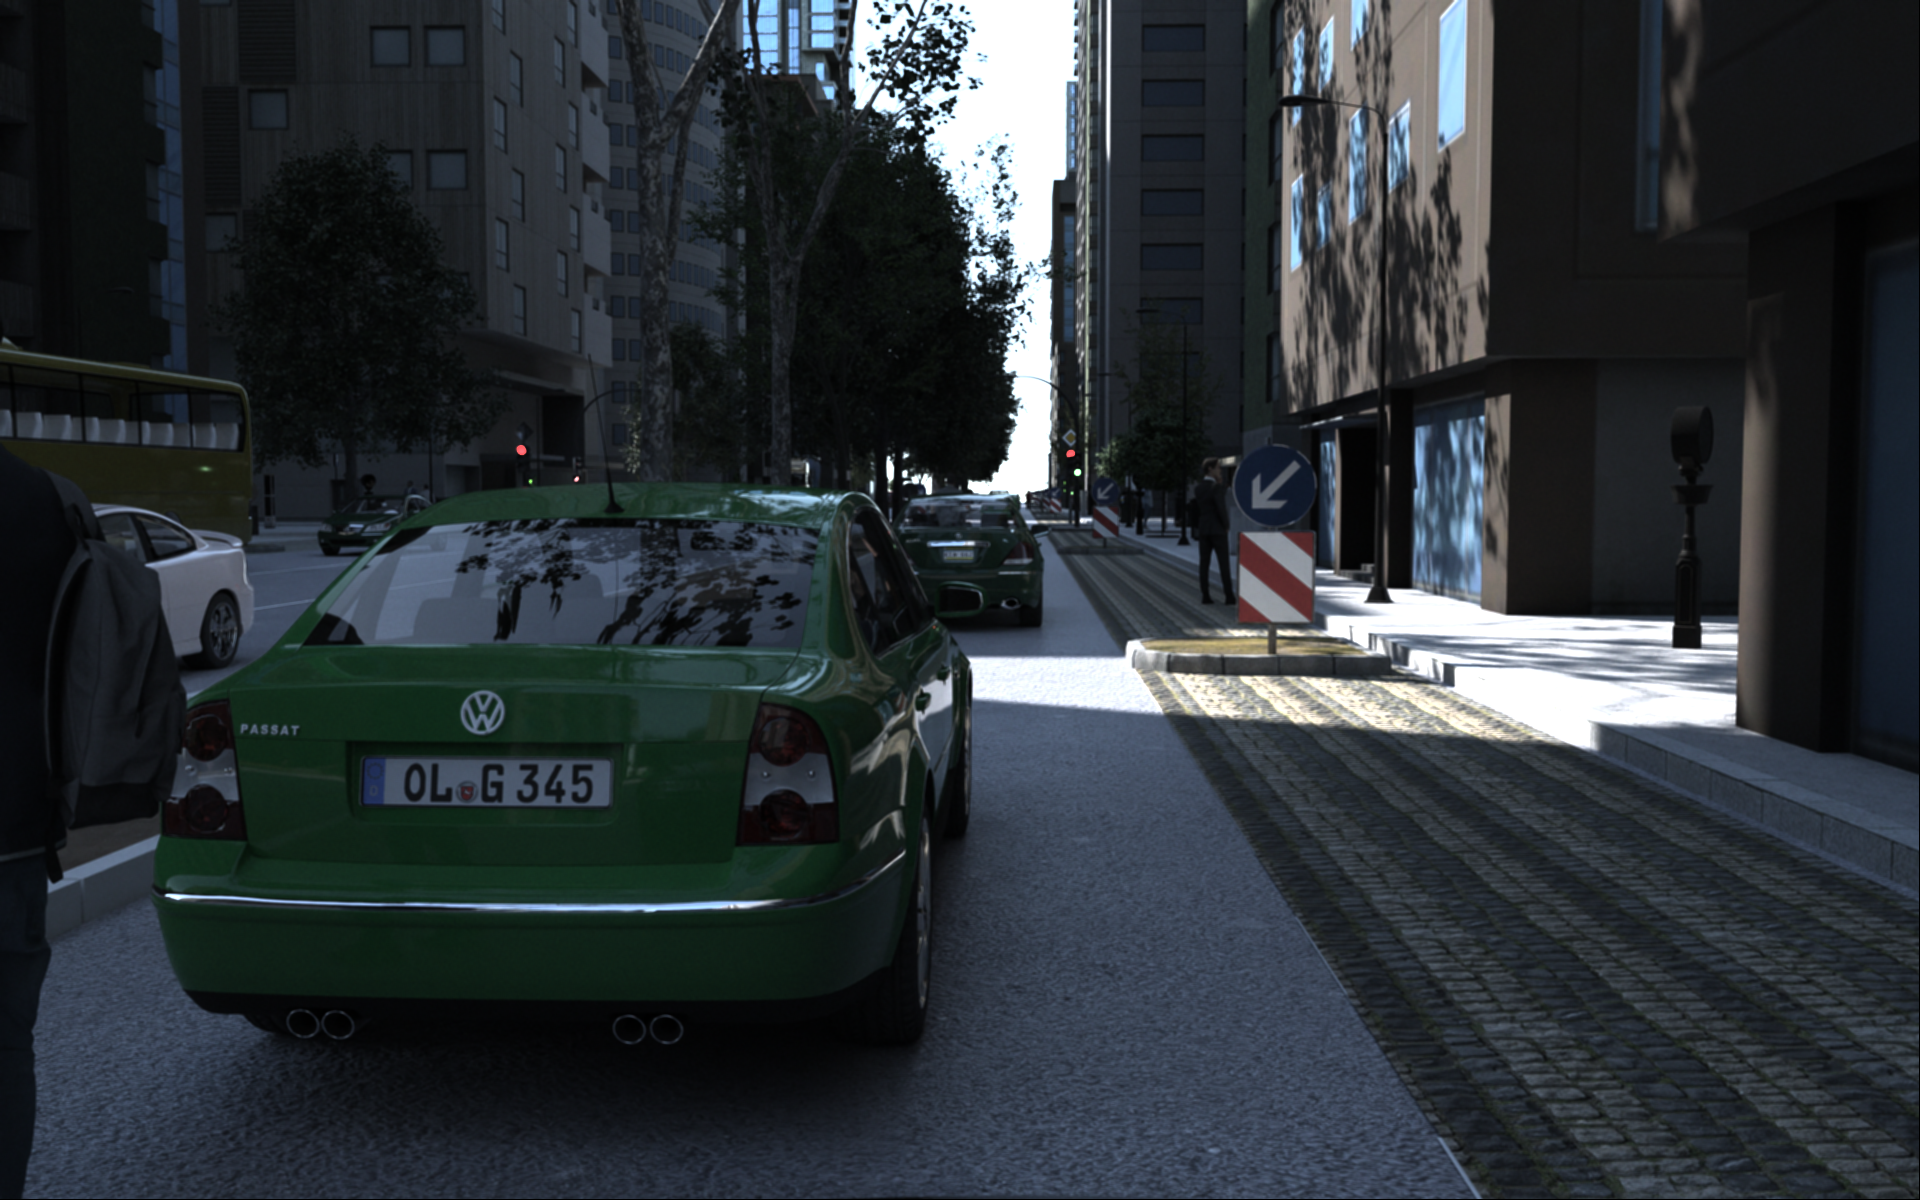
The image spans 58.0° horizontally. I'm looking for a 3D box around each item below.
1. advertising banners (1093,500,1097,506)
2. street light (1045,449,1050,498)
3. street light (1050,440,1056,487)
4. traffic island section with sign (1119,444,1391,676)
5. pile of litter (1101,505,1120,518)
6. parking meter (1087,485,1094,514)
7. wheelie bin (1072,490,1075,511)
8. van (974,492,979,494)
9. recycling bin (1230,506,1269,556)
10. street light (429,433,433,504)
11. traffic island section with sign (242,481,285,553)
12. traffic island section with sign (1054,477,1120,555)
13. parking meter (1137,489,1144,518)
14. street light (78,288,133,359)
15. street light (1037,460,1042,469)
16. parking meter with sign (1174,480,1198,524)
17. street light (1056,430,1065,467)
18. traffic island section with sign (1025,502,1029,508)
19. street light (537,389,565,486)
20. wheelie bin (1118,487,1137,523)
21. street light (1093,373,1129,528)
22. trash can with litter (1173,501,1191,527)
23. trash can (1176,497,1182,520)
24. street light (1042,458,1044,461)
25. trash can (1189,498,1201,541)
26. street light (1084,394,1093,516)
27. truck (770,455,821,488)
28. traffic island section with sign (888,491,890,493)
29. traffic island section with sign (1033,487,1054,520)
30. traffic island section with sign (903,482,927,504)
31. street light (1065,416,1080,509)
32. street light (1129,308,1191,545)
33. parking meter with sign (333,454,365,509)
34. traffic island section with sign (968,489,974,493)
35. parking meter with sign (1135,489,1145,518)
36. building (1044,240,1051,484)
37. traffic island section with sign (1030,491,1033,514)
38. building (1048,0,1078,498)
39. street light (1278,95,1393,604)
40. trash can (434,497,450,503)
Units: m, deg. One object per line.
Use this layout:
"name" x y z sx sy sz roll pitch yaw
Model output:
"advertising banners" 11.059 -8.373 133.090 2.074 3.025 0.090 1 4 17
"street light" 9.727 -12.612 178.742 1.470 5.913 1.316 0 4 2
"street light" 9.002 -11.127 154.465 1.470 5.913 1.316 0 4 2
"traffic island section with sign" 2.420 -0.361 14.536 1.989 1.847 2.006 0 4 2
"pile of litter" 8.082 -4.941 94.758 1.176 0.858 1.719 -1 4 -20
"parking meter" 8.055 -6.190 106.912 0.255 1.863 0.399 -2 4 -26
"wheelie bin" 8.993 -7.761 134.793 0.980 1.594 0.693 2 4 30
"van" 2.563 -17.668 295.877 2.013 2.044 4.112 0 4 3
"recycling bin" 6.095 -1.456 36.352 0.722 1.027 0.722 1 4 22
"street light" -18.480 -5.481 62.150 1.470 5.913 1.316 0 4 2
"traffic island section with sign" -17.767 -2.073 42.517 1.989 1.847 2.006 0 4 2
"traffic island section with sign" 3.335 -2.009 41.476 1.989 1.847 2.006 0 4 2
"parking meter" 9.514 -5.060 91.145 0.372 1.533 0.369 0 3 0
"street light" -19.302 -4.074 39.148 1.470 5.913 1.316 0 4 2
"street light" 11.685 -16.160 236.759 1.470 5.913 1.316 0 4 2
"parking meter with sign" 9.961 -4.786 74.507 1.738 3.016 0.543 -2 4 -25
"street light" 7.941 -9.405 126.309 1.470 5.913 1.316 0 4 2
"traffic island section with sign" 7.835 -10.135 174.333 1.989 1.847 2.006 0 4 2
"street light" -18.059 -6.349 76.345 1.470 5.913 1.316 0 4 2
"wheelie bin" 7.376 -4.153 75.817 0.693 1.594 0.980 2 4 27
"street light" 5.957 -5.739 66.376 1.470 5.913 1.316 0 4 2
"trash can with litter" 8.723 -3.384 66.715 1.055 1.170 0.624 1 4 21
"trash can" 9.783 -3.945 76.159 0.748 1.137 0.748 0 3 0
"street light" 10.582 -14.057 202.379 1.470 5.913 1.316 0 4 2
"trash can" 6.684 -2.211 47.811 0.748 1.137 0.748 0 3 0
"street light" 6.445 -6.591 80.299 1.470 5.913 1.316 0 4 2
"truck" -11.933 -8.451 127.081 2.839 4.237 11.283 0 4 1
"traffic island section with sign" -10.503 -15.193 257.028 1.989 1.847 2.006 0 4 2
"traffic island section with sign" 5.182 -5.355 96.184 1.989 1.847 2.006 0 4 2
"traffic island section with sign" -1.719 -4.054 74.411 2.006 1.907 1.989 0 4 2
"street light" 7.197 -7.998 103.304 1.470 5.913 1.316 0 4 2
"street light" 5.082 -4.332 43.375 1.470 5.913 1.316 0 4 2
"parking meter with sign" -26.150 -4.818 75.028 1.738 3.016 0.543 -1 4 -9
"traffic island section with sign" 0.811 -8.647 149.508 2.006 1.907 1.989 0 4 2
"parking meter with sign" 9.926 -6.046 95.114 0.543 3.016 1.738 2 4 35
"building" 26.216 -41.174 292.797 23.786 49.044 30.456 0 4 2
"traffic island section with sign" 6.137 -7.079 124.370 1.989 1.847 2.006 0 4 2
"building" 24.745 -57.997 260.913 22.319 86.520 31.000 0 4 2
"street light" 4.404 -2.921 20.305 1.470 5.913 1.316 0 4 2
"trash can" -22.697 -3.940 76.064 0.748 1.137 0.748 0 3 0
